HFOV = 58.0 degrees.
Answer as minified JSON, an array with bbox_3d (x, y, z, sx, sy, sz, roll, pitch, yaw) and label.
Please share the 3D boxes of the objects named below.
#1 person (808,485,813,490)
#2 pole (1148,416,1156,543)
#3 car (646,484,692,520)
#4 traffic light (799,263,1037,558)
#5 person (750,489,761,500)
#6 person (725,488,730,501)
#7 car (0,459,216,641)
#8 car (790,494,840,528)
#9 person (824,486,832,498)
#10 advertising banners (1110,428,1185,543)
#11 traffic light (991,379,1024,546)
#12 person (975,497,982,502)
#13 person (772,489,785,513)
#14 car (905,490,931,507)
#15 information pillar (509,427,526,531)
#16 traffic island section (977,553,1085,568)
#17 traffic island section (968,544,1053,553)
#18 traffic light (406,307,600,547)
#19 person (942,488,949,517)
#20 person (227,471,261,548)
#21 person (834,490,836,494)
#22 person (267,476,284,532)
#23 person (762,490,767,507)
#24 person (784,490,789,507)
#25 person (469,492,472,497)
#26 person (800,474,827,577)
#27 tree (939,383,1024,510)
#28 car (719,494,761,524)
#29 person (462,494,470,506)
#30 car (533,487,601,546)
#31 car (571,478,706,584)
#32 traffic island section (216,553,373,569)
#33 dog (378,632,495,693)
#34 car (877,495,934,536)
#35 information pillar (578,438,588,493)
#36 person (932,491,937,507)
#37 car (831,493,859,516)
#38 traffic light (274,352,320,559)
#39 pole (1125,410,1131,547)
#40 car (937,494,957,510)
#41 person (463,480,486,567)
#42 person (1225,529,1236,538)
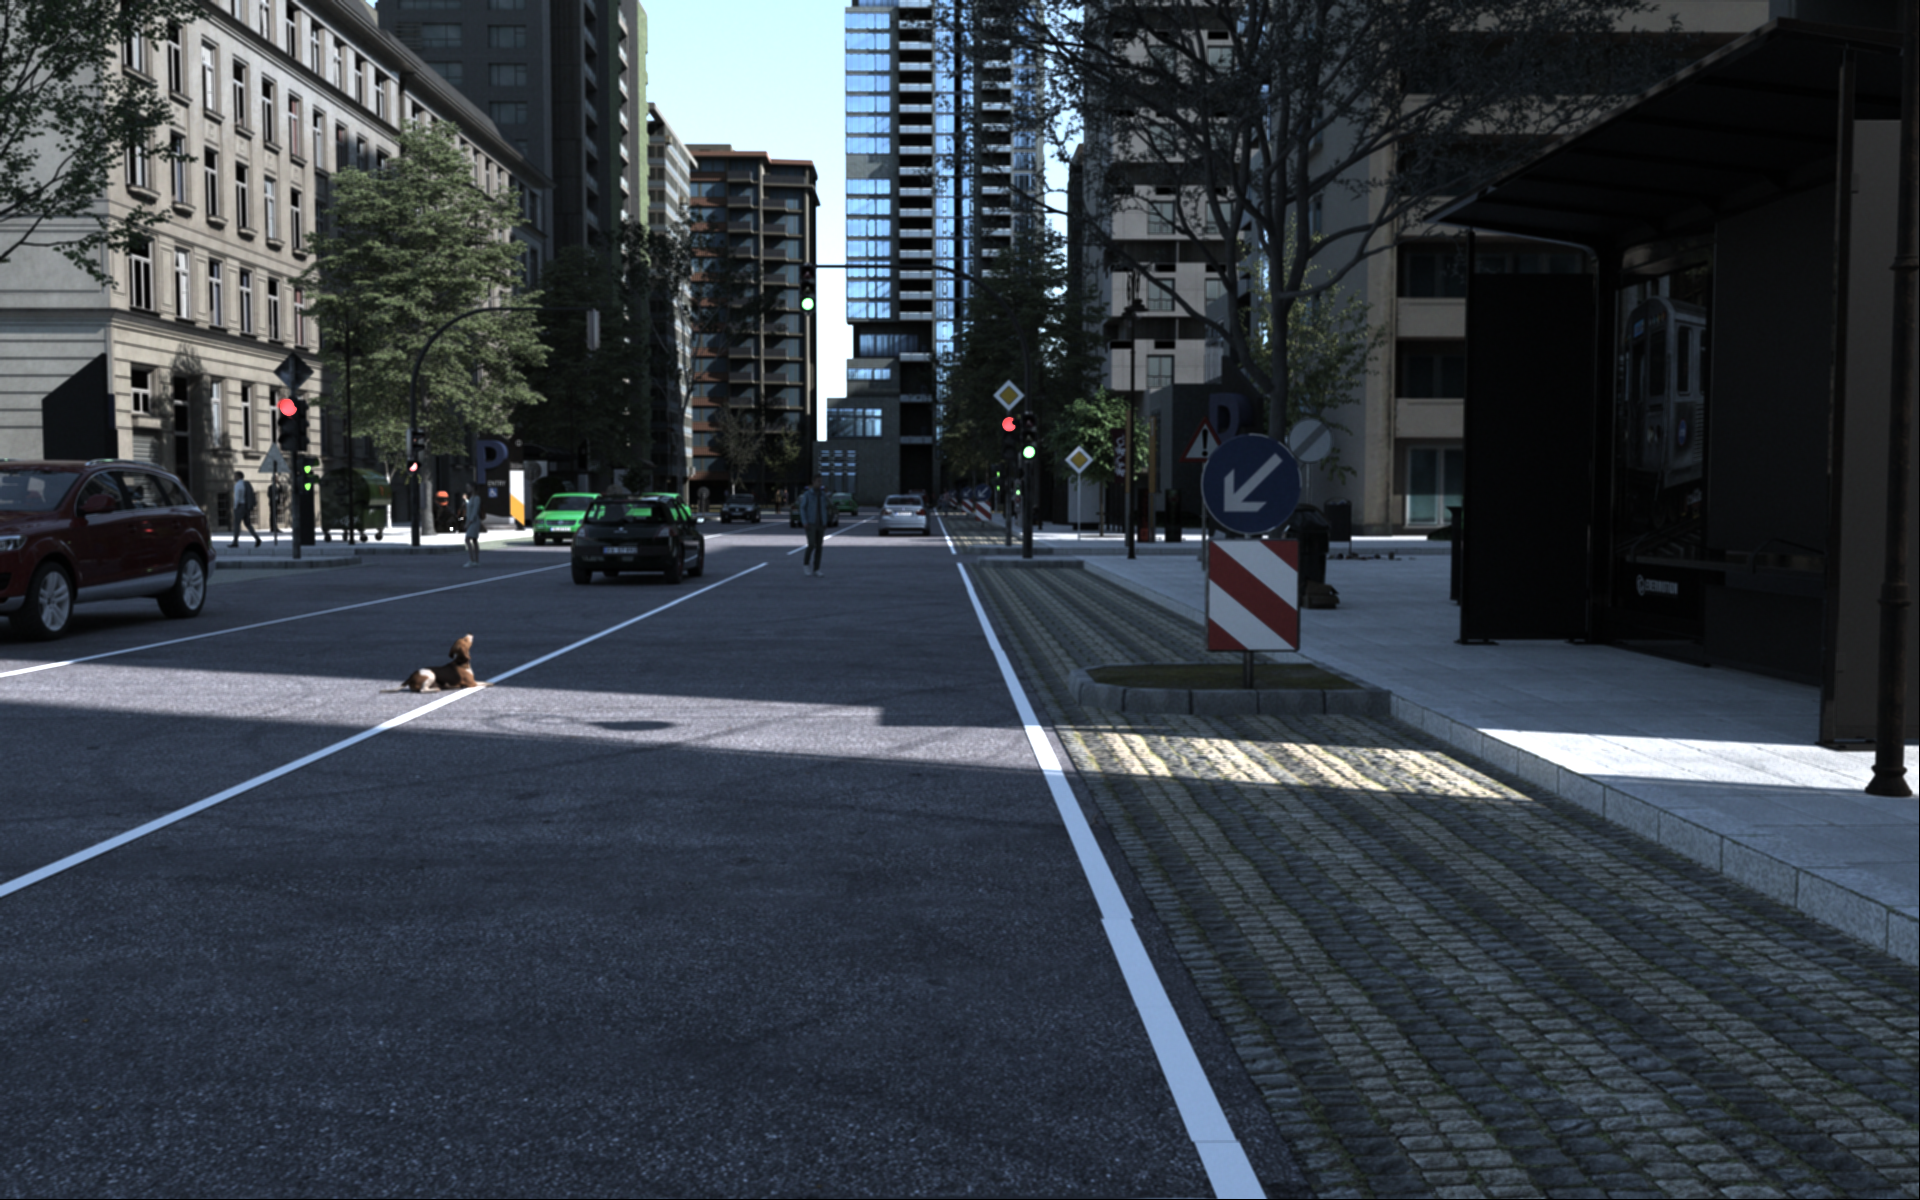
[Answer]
[{"bbox_3d":[-5.685,-3.655,68.474,0.699,1.804,1.509,1,4,22],"label":"person"},{"bbox_3d":[5.045,-3.154,45.419,0.158,3.312,0.155,0,3,0],"label":"pole"},{"bbox_3d":[-10.179,-3.036,58.438,1.959,1.807,4.718,0,4,0],"label":"car"},{"bbox_3d":[-0.766,-3.649,34.330,4.771,5.953,1.251,0,4,-1],"label":"traffic light"},{"bbox_3d":[-15.003,-7.148,125.314,1.348,1.831,0.705,1,4,10],"label":"person"},{"bbox_3d":[-20.575,-9.046,153.815,0.599,1.838,0.709,2,4,25],"label":"person"},{"bbox_3d":[-9.861,-0.603,18.530,2.281,1.827,5.304,0,4,-1],"label":"car"},{"bbox_3d":[-6.314,-3.880,75.239,2.131,1.459,4.920,0,4,1],"label":"car"},{"bbox_3d":[-6.236,-4.421,80.877,0.616,1.811,0.778,2,4,33],"label":"person"},{"bbox_3d":[4.959,-3.036,45.828,2.074,3.025,0.090,-1,4,-11],"label":"advertising banners"},{"bbox_3d":[1.177,-3.277,42.493,0.839,4.253,0.868,0,4,-1],"label":"traffic light"},{"bbox_3d":[2.060,-9.529,161.849,1.348,1.822,0.705,-1,4,-15],"label":"person"},{"bbox_3d":[-13.511,-7.339,128.581,1.348,1.812,0.705,3,4,38],"label":"person"},{"bbox_3d":[-3.700,-8.686,150.681,2.281,1.827,5.304,0,4,-1],"label":"car"},{"bbox_3d":[-15.502,-4.237,60.637,0.504,3.616,0.183,-1,4,-10],"label":"information pillar"},{"bbox_3d":[1.365,-0.755,34.624,2.009,0.180,2.903,0,4,-1],"label":"traffic island section"},{"bbox_3d":[1.217,-1.243,42.608,2.009,0.180,2.903,0,4,-1],"label":"traffic island section"},{"bbox_3d":[-11.192,-4.136,42.285,4.771,5.953,1.251,0,4,-1],"label":"traffic light"},{"bbox_3d":[-0.899,-5.998,106.580,0.555,1.821,0.388,3,5,41],"label":"person"},{"bbox_3d":[-17.187,-2.167,41.574,0.850,1.850,0.679,1,4,8],"label":"person"},{"bbox_3d":[-13.141,-10.582,181.532,0.705,1.823,1.348,1,4,14],"label":"person"},{"bbox_3d":[-23.207,-3.264,58.771,0.474,1.900,0.648,-1,4,-14],"label":"person"},{"bbox_3d":[-19.166,-9.980,170.139,0.541,1.710,0.530,2,4,31],"label":"person"},{"bbox_3d":[-17.948,-10.483,178.358,0.530,1.710,0.541,-3,5,-42],"label":"person"},{"bbox_3d":[-22.809,-4.609,81.375,0.573,1.828,0.580,3,4,36],"label":"person"},{"bbox_3d":[-2.534,-1.300,30.098,0.601,1.785,0.444,-2,4,-33],"label":"person"},{"bbox_3d":[2.490,-12.978,137.941,9.928,11.665,9.643,0,3,0],"label":"tree"},{"bbox_3d":[-10.797,-4.617,85.279,2.009,1.686,4.222,0,4,-2],"label":"car"},{"bbox_3d":[-17.525,-3.120,61.337,0.394,1.301,0.425,-3,4,-39],"label":"person"},{"bbox_3d":[-11.017,-2.496,49.604,1.959,1.807,4.718,0,4,-2],"label":"car"},{"bbox_3d":[-5.322,-1.170,28.924,2.009,1.686,4.222,0,4,-1],"label":"car"},{"bbox_3d":[-13.174,-0.739,34.361,2.009,0.180,2.903,0,4,-1],"label":"traffic island section"},{"bbox_3d":[-3.840,0.457,12.717,0.748,0.427,0.550,0,4,-1],"label":"dog"},{"bbox_3d":[-1.903,-2.937,60.029,2.014,1.417,4.499,0,4,0],"label":"car"},{"bbox_3d":[-15.824,-4.978,72.751,0.504,3.616,0.183,2,4,33],"label":"information pillar"},{"bbox_3d":[-2.733,-10.848,186.581,0.721,1.743,1.217,1,4,15],"label":"person"},{"bbox_3d":[-7.709,-6.450,114.255,1.959,1.807,4.718,0,4,0],"label":"car"},{"bbox_3d":[-13.134,-2.771,34.227,0.839,4.253,0.868,0,4,-1],"label":"traffic light"},{"bbox_3d":[4.112,-2.942,41.952,0.158,3.312,0.155,0,3,0],"label":"pole"},{"bbox_3d":[-1.182,-9.011,159.324,2.014,1.417,4.499,0,4,-1],"label":"car"},{"bbox_3d":[-9.625,-1.513,34.248,0.522,1.701,0.512,-2,4,-29],"label":"person"},{"bbox_3d":[5.011,-1.589,31.382,0.474,1.900,0.648,2,4,26],"label":"person"}]
